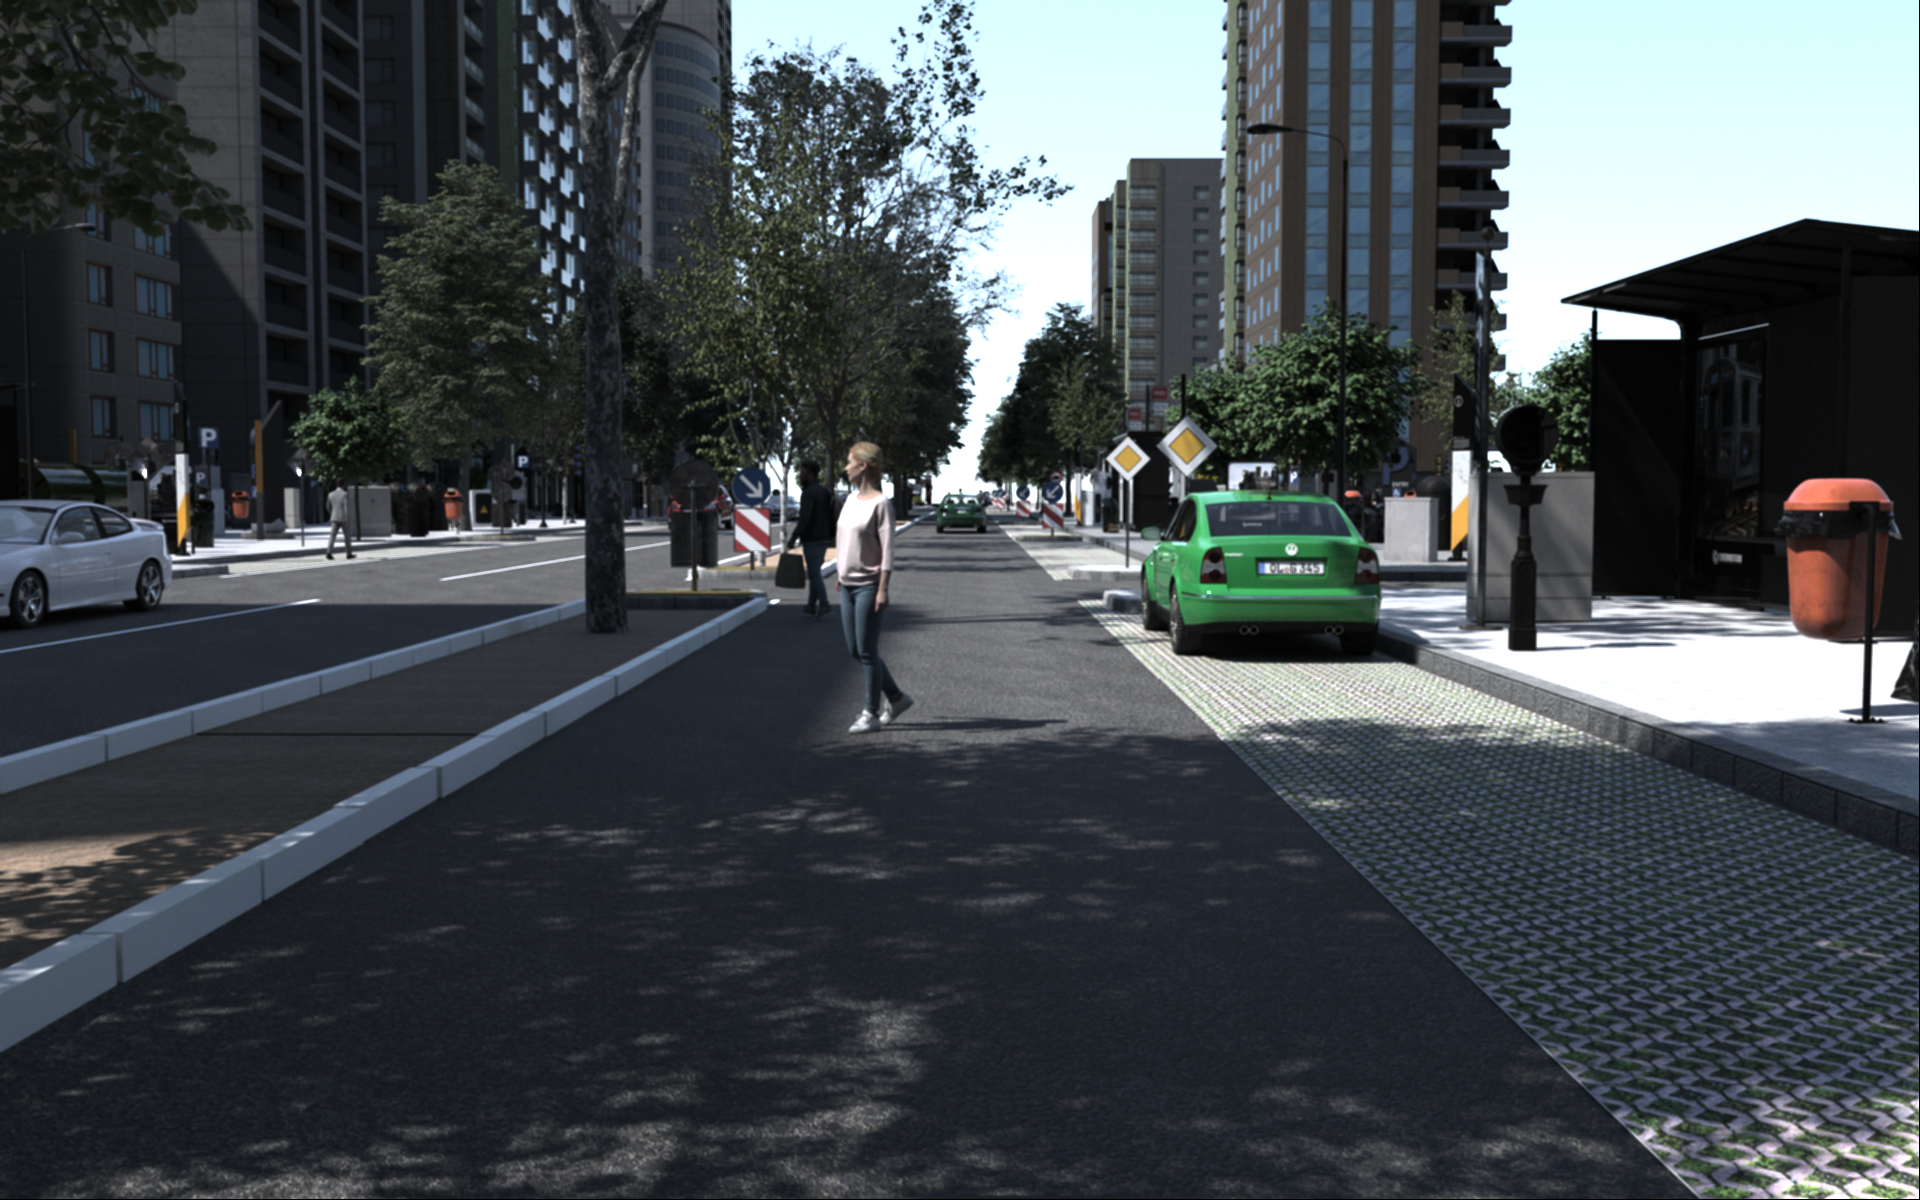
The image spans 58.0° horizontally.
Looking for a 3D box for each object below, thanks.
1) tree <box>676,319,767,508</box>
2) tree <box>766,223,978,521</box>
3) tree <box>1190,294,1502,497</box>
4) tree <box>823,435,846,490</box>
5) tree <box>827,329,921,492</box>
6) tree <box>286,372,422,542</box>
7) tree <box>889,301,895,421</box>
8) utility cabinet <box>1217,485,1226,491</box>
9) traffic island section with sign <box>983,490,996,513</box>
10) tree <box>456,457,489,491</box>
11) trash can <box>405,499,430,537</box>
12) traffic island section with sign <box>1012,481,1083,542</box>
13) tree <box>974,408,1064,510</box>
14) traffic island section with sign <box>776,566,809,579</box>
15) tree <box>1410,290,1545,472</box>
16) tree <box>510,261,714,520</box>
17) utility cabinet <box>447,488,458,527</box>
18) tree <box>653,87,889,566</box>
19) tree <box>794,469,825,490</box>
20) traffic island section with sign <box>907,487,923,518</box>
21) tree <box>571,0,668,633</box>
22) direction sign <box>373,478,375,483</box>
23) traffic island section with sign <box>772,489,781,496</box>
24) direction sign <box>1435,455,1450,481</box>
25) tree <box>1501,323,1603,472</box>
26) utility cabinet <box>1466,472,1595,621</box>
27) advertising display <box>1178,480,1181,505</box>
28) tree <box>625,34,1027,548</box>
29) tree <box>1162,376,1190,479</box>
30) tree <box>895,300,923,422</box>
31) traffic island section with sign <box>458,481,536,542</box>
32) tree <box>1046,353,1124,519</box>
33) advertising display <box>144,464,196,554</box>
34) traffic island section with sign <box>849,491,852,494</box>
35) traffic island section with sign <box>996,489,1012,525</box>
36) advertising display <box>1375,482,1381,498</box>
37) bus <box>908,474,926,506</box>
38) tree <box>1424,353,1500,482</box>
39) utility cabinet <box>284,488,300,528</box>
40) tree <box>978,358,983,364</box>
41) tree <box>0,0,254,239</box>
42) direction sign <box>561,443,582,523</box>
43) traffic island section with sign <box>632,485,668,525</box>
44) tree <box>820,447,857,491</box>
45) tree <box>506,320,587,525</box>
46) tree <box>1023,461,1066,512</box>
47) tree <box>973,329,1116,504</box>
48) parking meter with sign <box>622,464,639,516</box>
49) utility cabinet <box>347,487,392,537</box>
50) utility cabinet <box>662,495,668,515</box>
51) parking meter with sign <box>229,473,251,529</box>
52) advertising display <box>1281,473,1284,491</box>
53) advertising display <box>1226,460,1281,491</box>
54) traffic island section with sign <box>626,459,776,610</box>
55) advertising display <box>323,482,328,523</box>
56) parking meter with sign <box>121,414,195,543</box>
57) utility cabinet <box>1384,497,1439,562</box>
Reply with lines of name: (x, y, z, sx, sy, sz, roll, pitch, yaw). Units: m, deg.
tree: (-16.261, -13.204, 122.534, 9.857, 13.997, 8.962, 0, 3, 0)
tree: (-3.812, -10.480, 80.459, 9.857, 13.997, 8.962, 0, 3, 0)
tree: (6.167, -2.748, 28.650, 4.285, 4.588, 4.351, 0, 3, 0)
tree: (-15.391, -17.477, 220.168, 8.767, 10.594, 7.601, 2, 4, 28)
tree: (-3.601, -7.360, 73.161, 4.360, 8.622, 3.978, 0, 3, 0)
tree: (-16.346, -3.860, 46.827, 4.285, 4.588, 4.351, 0, 3, 0)
tree: (-3.723, -5.103, 36.247, 4.737, 8.622, 4.395, 0, 3, 0)
utility cabinet: (6.907, -2.142, 43.701, 1.173, 1.500, 0.318, 3, 4, 38)
traffic island section with sign: (2.948, -7.419, 129.930, 1.989, 1.847, 2.006, 0, 4, 0)
tree: (-24.821, -5.782, 89.138, 1.663, 3.219, 1.824, 0, 3, 0)
trash can: (-16.287, -2.469, 52.027, 0.748, 1.137, 0.748, 0, 3, 0)
traffic island section with sign: (2.677, -2.694, 52.680, 1.989, 1.847, 2.006, 0, 4, 0)
tree: (6.315, -14.345, 168.949, 8.767, 10.594, 7.601, -1, 4, -20)
traffic island section with sign: (-3.482, -1.317, 29.675, 2.006, 1.907, 1.989, 0, 4, 0)
tree: (18.178, -6.810, 61.699, 4.737, 8.622, 4.395, 0, 3, 0)
tree: (-16.897, -10.297, 85.362, 9.611, 12.733, 9.660, 0, 3, 0)
utility cabinet: (-19.791, -3.518, 66.199, 1.173, 1.500, 0.318, 1, 4, 12)
tree: (-3.642, -4.807, 31.419, 4.737, 8.622, 4.395, 0, 3, 0)
tree: (-15.810, -12.164, 182.590, 4.285, 4.588, 4.351, 0, 3, 0)
traffic island section with sign: (-3.219, -5.913, 104.813, 2.006, 1.907, 1.989, 0, 4, 0)
tree: (-2.438, -9.668, 16.420, 12.611, 20.169, 13.585, 0, 3, 0)
direction sign: (-26.258, -5.237, 77.616, 0.379, 3.537, 0.876, 0, 4, -3)
traffic island section with sign: (-13.712, -7.391, 129.470, 1.989, 1.847, 2.006, 0, 4, 0)
direction sign: (27.955, -6.625, 100.317, 0.876, 3.537, 0.379, 2, 4, 32)
tree: (12.143, -3.037, 33.376, 4.285, 4.588, 4.351, 0, 3, 0)
utility cabinet: (5.695, -0.528, 17.320, 1.173, 1.500, 0.318, 0, 4, -4)
advertising display: (9.956, -4.477, 78.406, 0.123, 1.923, 0.974, 0, 4, 4)
tree: (-3.444, -8.125, 45.671, 12.009, 13.543, 11.850, 0, 3, 0)
tree: (6.091, -3.412, 39.499, 4.285, 4.588, 4.351, 0, 3, 0)
tree: (-3.103, -6.219, 54.505, 4.737, 8.622, 4.395, 0, 3, 0)
traffic island section with sign: (-13.997, -2.687, 52.564, 1.989, 1.847, 2.006, 0, 4, 0)
tree: (6.180, -8.552, 90.193, 4.737, 8.622, 4.395, 0, 3, 0)
advertising display: (-16.770, -1.930, 36.772, 0.974, 1.923, 0.123, -2, 4, -25)
traffic island section with sign: (-13.426, -12.422, 211.723, 1.989, 1.847, 2.006, 0, 4, 0)
traffic island section with sign: (2.782, -4.356, 79.847, 1.989, 1.847, 2.006, 0, 4, 0)
advertising display: (22.767, -5.366, 92.950, 0.974, 1.923, 0.123, 0, 4, 3)
bus: (-5.757, -13.630, 214.403, 2.896, 3.916, 12.252, 0, 4, 1)
tree: (26.424, -8.653, 91.833, 4.360, 8.622, 3.978, 0, 3, 0)
utility cabinet: (-25.051, -3.404, 64.327, 1.173, 1.500, 0.318, 2, 4, 25)
tree: (-3.261, -11.171, 91.763, 9.857, 13.997, 8.962, 0, 3, 0)
tree: (-3.573, -5.116, 4.226, 7.486, 12.596, 7.792, 0, 3, 0)
direction sign: (-17.152, -5.171, 76.542, 0.876, 3.537, 0.379, 0, 4, 0)
traffic island section with sign: (-13.909, -4.336, 79.519, 1.989, 1.847, 2.006, 0, 4, 0)
tree: (-16.191, -20.543, 252.880, 9.611, 12.733, 9.660, 0, 3, 0)
tree: (-16.879, -7.484, 72.726, 4.360, 8.622, 3.978, 0, 3, 0)
tree: (6.262, -8.800, 127.590, 4.285, 4.588, 4.351, 0, 3, 0)
tree: (6.434, -12.267, 117.574, 9.611, 12.733, 9.660, 0, 3, 0)
parking meter with sign: (-19.359, -6.342, 99.948, 0.543, 3.016, 1.738, 3, 5, 42)
utility cabinet: (-17.376, -2.586, 50.968, 1.173, 1.500, 0.318, -2, 4, -29)
utility cabinet: (-17.908, -5.753, 105.217, 0.306, 1.237, 1.020, 1, 4, 19)
parking meter with sign: (-26.707, -4.161, 64.295, 1.738, 3.016, 0.543, -2, 4, -29)
advertising display: (9.680, -2.940, 53.280, 0.123, 1.923, 0.974, 3, 4, 39)
advertising display: (5.487, -1.673, 32.567, 0.974, 1.923, 0.123, 1, 4, 13)
traffic island section with sign: (-3.519, -0.864, 22.267, 2.006, 1.907, 1.989, 0, 4, 0)
advertising display: (-28.710, -4.463, 78.188, 0.123, 1.923, 0.974, -3, 4, -36)
parking meter with sign: (-17.797, -2.546, 37.890, 1.738, 3.016, 0.543, 0, 4, 4)
utility cabinet: (8.582, -1.332, 32.940, 0.306, 1.237, 1.020, -3, 5, -42)
